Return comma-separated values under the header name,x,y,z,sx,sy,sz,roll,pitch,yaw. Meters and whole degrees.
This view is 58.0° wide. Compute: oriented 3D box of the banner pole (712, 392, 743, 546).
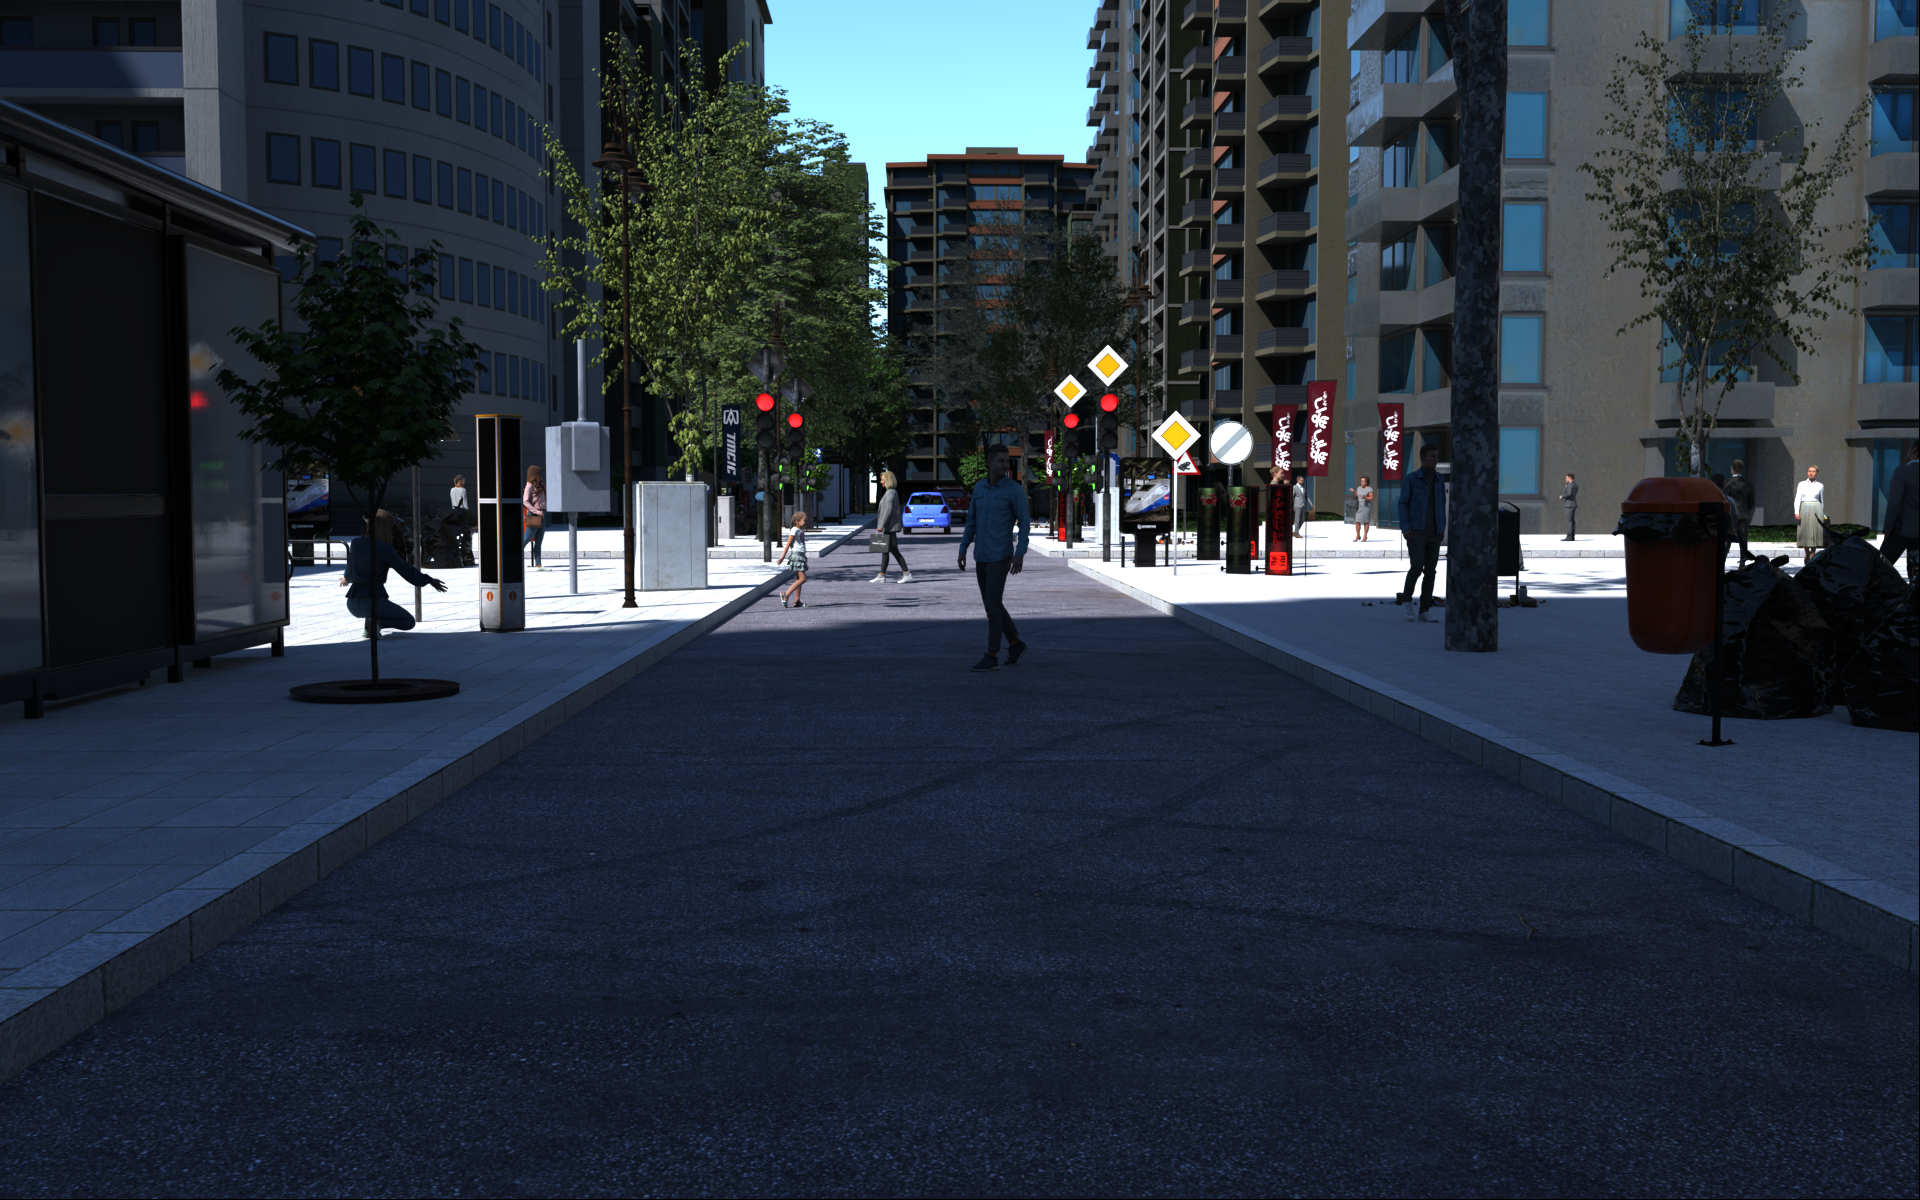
name,x,y,z,sx,sy,sz,roll,pitch,yaw
banner pole,-5.774,-3.215,42.590,0.863,3.779,0.401,-1,4,-15

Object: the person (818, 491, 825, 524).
name,x,y,z,sx,sy,sz,roll,pitch,yaw
person,-6.012,-4.168,74.745,0.362,1.759,0.519,0,4,0

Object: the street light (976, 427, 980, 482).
name,x,y,z,sx,sy,sz,roll,pitch,yaw
street light,1.162,-8.660,114.379,0.468,5.910,1.993,0,4,-1

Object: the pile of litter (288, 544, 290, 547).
name,x,y,z,sx,sy,sz,roll,pitch,yaw
pile of litter,-17.020,-1.734,42.324,1.176,0.858,1.719,-1,4,-21

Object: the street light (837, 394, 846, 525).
name,x,y,z,sx,sy,sz,roll,pitch,yaw
street light,-5.047,-6.122,72.890,0.468,5.910,1.993,0,4,-1

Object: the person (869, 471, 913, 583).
name,x,y,z,sx,sy,sz,roll,pitch,yaw
person,-1.125,-1.168,27.777,0.728,1.800,0.709,1,4,9

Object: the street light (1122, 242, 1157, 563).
name,x,y,z,sx,sy,sz,roll,pitch,yaw
street light,3.296,-3.622,32.004,0.468,5.910,1.993,0,4,-1

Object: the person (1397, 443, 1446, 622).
name,x,y,z,sx,sy,sz,roll,pitch,yaw
person,4.638,-0.672,17.370,0.601,1.785,0.444,-1,4,-13

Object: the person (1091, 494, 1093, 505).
name,x,y,z,sx,sy,sz,roll,pitch,yaw
person,9.736,-7.319,128.894,0.799,1.438,0.628,1,4,20

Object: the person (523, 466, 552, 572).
name,x,y,z,sx,sy,sz,roll,pitch,yaw
person,-7.091,-1.342,28.571,0.643,1.750,0.593,0,4,4

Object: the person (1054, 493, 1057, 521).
name,x,y,z,sx,sy,sz,roll,pitch,yaw
person,4.817,-4.676,82.522,0.620,1.820,0.660,-2,4,-24

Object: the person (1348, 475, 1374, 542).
name,x,y,z,sx,sy,sz,roll,pitch,yaw
person,10.735,-2.458,46.586,0.532,1.782,0.716,-3,5,-44

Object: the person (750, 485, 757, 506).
name,x,y,z,sx,sy,sz,roll,pitch,yaw
person,-12.355,-6.007,104.344,0.616,1.811,0.778,2,4,34

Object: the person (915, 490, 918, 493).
name,x,y,z,sx,sy,sz,roll,pitch,yaw
person,-3.457,-7.972,139.673,1.217,1.723,0.721,2,4,29

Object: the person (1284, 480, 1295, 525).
name,x,y,z,sx,sy,sz,roll,pitch,yaw
person,9.845,-2.819,52.104,0.822,1.834,0.622,-3,4,-38

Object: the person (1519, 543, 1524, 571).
name,x,y,z,sx,sy,sz,roll,pitch,yaw
person,8.988,-1.416,29.409,0.699,1.804,1.509,0,4,-3

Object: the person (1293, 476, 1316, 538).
name,x,y,z,sx,sy,sz,roll,pitch,yaw
person,9.876,-2.697,50.258,0.709,1.813,0.853,-3,4,-36

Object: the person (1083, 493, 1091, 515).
name,x,y,z,sx,sy,sz,roll,pitch,yaw
person,7.493,-5.818,101.596,0.534,1.772,0.576,-3,4,-36

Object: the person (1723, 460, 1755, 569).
name,x,y,z,sx,sy,sz,roll,pitch,yaw
person,12.836,-1.404,28.769,0.659,1.850,0.755,0,4,-2

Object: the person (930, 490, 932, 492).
name,x,y,z,sx,sy,sz,roll,pitch,yaw
person,-2.132,-7.271,128.090,1.217,1.736,0.721,0,4,-8

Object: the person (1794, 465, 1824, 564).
name,x,y,z,sx,sy,sz,roll,pitch,yaw
person,15.294,-1.523,31.167,0.478,1.798,0.641,2,4,32

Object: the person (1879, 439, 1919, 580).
name,x,y,z,sx,sy,sz,roll,pitch,yaw
person,8.891,-0.617,16.316,0.592,1.802,0.473,0,4,-2

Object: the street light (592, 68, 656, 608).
name,x,y,z,sx,sy,sz,roll,pitch,yaw
street light,-3.733,-2.852,19.417,0.468,5.910,1.993,0,4,-1

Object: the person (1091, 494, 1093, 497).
name,x,y,z,sx,sy,sz,roll,pitch,yaw
person,9.584,-7.058,122.269,1.217,1.723,0.721,-2,4,-30

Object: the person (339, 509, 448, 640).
name,x,y,z,sx,sy,sz,roll,pitch,yaw
person,-5.230,-0.242,15.500,1.012,1.151,0.738,1,4,22

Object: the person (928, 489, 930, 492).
name,x,y,z,sx,sy,sz,roll,pitch,yaw
person,-2.528,-8.146,141.762,0.705,1.814,1.350,-3,4,-39

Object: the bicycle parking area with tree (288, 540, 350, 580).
name,x,y,z,sx,sy,sz,roll,pitch,yaw
bicycle parking area with tree,-12.919,-2.179,22.623,9.016,4.147,8.231,2,4,30

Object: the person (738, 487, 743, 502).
name,x,y,z,sx,sy,sz,roll,pitch,yaw
person,-15.217,-6.919,119.693,0.617,1.759,0.750,-3,5,-45

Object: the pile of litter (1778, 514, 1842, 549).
name,x,y,z,sx,sy,sz,roll,pitch,yaw
pile of litter,20.378,-1.656,41.037,1.176,0.858,1.719,-3,5,-40

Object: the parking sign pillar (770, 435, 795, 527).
name,x,y,z,sx,sy,sz,roll,pitch,yaw
parking sign pillar,-6.952,-4.886,68.359,1.447,3.967,1.447,-2,4,-24

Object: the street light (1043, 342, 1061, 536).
name,x,y,z,sx,sy,sz,roll,pitch,yaw
street light,2.790,-4.883,52.627,0.468,5.910,1.993,0,4,-1

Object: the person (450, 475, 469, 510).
name,x,y,z,sx,sy,sz,roll,pitch,yaw
person,-11.754,-2.077,40.760,0.466,1.731,0.760,-1,4,-12

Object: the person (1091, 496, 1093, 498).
name,x,y,z,sx,sy,sz,roll,pitch,yaw
person,9.680,-7.215,124.711,0.721,1.736,1.217,-2,4,-25

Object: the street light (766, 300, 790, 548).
name,x,y,z,sx,sy,sz,roll,pitch,yaw
street light,-4.328,-4.196,41.394,0.468,5.910,1.993,0,4,-1

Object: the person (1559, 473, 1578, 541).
name,x,y,z,sx,sy,sz,roll,pitch,yaw
person,16.607,-2.537,47.329,0.447,1.846,0.655,3,4,36

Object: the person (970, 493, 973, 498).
name,x,y,z,sx,sy,sz,roll,pitch,yaw
person,1.298,-10.048,170.859,0.617,1.759,0.750,0,4,0

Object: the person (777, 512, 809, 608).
name,x,y,z,sx,sy,sz,roll,pitch,yaw
person,-2.091,-0.516,21.953,0.382,1.210,0.505,1,4,10

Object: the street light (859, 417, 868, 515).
name,x,y,z,sx,sy,sz,roll,pitch,yaw
street light,-5.780,-8.017,103.860,0.468,5.910,1.993,0,4,-1

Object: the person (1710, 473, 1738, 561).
name,x,y,z,sx,sy,sz,roll,pitch,yaw
person,8.378,-0.649,19.248,0.523,1.515,0.503,3,4,39

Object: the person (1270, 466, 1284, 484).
name,x,y,z,sx,sy,sz,roll,pitch,yaw
person,5.481,-1.421,29.818,0.362,1.759,0.519,0,4,7

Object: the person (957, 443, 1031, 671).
name,x,y,z,sx,sy,sz,roll,pitch,yaw
person,0.353,-0.357,14.192,0.748,1.841,0.638,-3,4,-39

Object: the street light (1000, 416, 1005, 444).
name,x,y,z,sx,sy,sz,roll,pitch,yaw
street light,1.965,-6.781,83.664,0.468,5.910,1.993,0,4,-1
